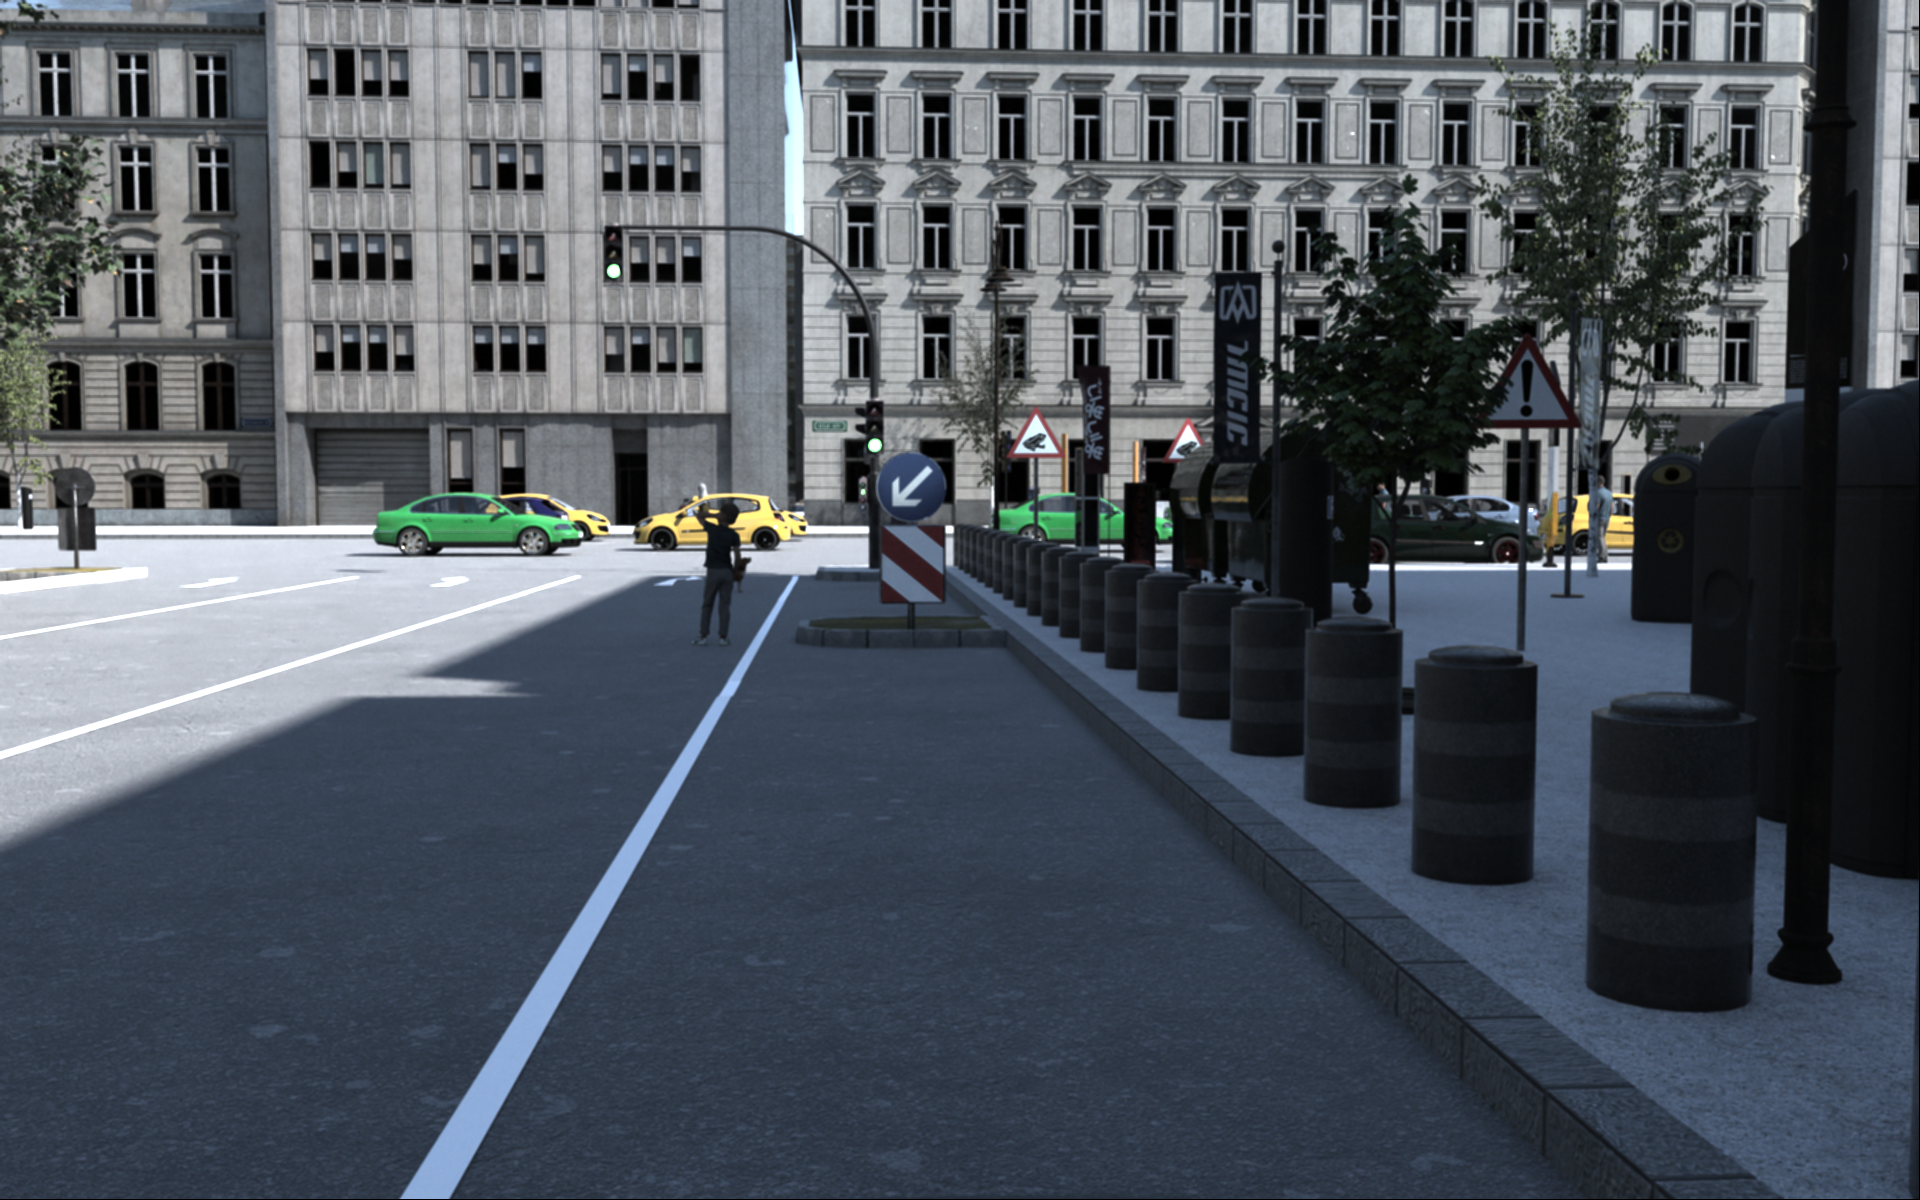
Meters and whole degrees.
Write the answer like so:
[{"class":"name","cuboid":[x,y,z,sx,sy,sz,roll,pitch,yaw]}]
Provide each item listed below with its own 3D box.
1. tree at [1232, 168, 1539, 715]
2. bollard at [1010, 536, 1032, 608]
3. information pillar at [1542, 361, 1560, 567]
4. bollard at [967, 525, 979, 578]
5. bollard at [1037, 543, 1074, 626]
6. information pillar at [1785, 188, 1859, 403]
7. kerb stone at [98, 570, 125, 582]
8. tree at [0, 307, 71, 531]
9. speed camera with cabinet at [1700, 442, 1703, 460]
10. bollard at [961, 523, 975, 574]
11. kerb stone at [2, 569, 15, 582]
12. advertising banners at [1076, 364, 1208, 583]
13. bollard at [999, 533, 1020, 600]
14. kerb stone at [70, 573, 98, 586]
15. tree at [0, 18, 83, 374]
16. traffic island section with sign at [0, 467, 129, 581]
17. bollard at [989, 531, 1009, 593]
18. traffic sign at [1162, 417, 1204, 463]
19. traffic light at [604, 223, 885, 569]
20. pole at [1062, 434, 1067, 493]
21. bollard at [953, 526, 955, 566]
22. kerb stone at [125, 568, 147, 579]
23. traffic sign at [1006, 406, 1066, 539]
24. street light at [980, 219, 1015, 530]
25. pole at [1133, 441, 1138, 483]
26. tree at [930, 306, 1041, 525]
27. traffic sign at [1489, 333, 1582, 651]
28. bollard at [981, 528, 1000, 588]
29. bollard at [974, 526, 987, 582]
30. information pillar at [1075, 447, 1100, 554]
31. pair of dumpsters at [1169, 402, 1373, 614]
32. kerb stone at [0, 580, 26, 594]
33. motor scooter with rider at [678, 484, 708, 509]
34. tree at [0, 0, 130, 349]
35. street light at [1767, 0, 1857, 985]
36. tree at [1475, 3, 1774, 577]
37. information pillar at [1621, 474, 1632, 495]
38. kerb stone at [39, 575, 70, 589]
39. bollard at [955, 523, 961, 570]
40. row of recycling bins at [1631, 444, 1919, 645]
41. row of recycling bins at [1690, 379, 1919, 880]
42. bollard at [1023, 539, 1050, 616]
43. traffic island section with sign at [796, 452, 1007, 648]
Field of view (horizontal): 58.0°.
[{"class":"tree","cuboid":[2.669,-0.963,10.350,1.663,3.219,1.824,0,3,0]},{"class":"bollard","cuboid":[0.810,-0.305,19.710,0.404,0.777,0.398,0,3,0]},{"class":"information pillar","cuboid":[10.358,-2.379,30.248,0.183,3.616,0.504,0,4,7]},{"class":"bollard","cuboid":[0.357,-0.729,26.628,0.404,0.777,0.398,0,3,0]},{"class":"bollard","cuboid":[0.999,-0.136,16.947,0.404,0.777,0.398,0,3,0]},{"class":"information pillar","cuboid":[6.711,-1.356,13.520,0.504,3.616,0.183,3,5,41]},{"class":"kerb stone","cuboid":[-14.054,-0.385,28.497,0.120,0.150,1.000,0,4,-4]},{"class":"tree","cuboid":[-32.830,-6.704,59.970,4.737,8.622,4.395,0,3,0]},{"class":"speed camera with cabinet","cuboid":[27.782,-4.361,65.635,2.038,3.252,0.660,-2,4,-31]},{"class":"bollard","cuboid":[0.261,-0.813,28.010,0.404,0.777,0.398,0,3,0]},{"class":"kerb stone","cuboid":[-16.210,-0.434,29.293,0.120,0.150,1.000,0,4,-4]},{"class":"advertising banners","cuboid":[2.511,-1.693,23.873,2.074,3.025,0.090,-2,4,-23]},{"class":"bollard","cuboid":[0.720,-0.390,21.092,0.404,0.777,0.398,0,3,0]},{"class":"kerb stone","cuboid":[-13.989,-0.322,27.464,0.120,0.150,1.000,0,4,-4]},{"class":"tree","cuboid":[-14.929,-4.401,24.772,4.360,8.622,3.978,0,3,0]},{"class":"traffic island section with sign","cuboid":[-15.148,-1.285,29.153,2.006,1.907,1.989,0,4,-4]},{"class":"bollard","cuboid":[0.629,-0.475,22.478,0.404,0.777,0.398,0,3,0]},{"class":"traffic sign","cuboid":[3.876,-1.804,29.499,0.884,2.594,0.081,0,4,2]},{"class":"traffic light","cuboid":[-3.575,-3.349,29.425,4.771,5.953,1.251,0,4,-4]},{"class":"pole","cuboid":[3.522,-3.953,58.476,0.158,3.312,0.155,0,3,0]},{"class":"bollard","cuboid":[0.081,-0.982,30.774,0.404,0.777,0.398,0,3,0]},{"class":"kerb stone","cuboid":[-14.122,-0.448,29.521,0.120,0.150,1.000,0,4,-4]},{"class":"traffic sign","cuboid":[1.124,-1.569,25.652,0.884,2.594,0.081,0,4,2]},{"class":"street light","cuboid":[0.623,-3.464,29.429,0.468,5.910,1.993,0,4,-4]},{"class":"pole","cuboid":[6.808,-4.487,67.213,0.158,3.312,0.155,0,3,0]},{"class":"tree","cuboid":[1.007,-7.102,66.482,4.360,8.622,3.978,0,3,0]},{"class":"traffic sign","cuboid":[4.591,-0.863,14.108,0.884,2.594,0.081,0,4,2]},{"class":"bollard","cuboid":[0.538,-0.559,23.860,0.404,0.777,0.398,0,3,0]},{"class":"bollard","cuboid":[0.447,-0.644,25.242,0.404,0.777,0.398,0,3,0]},{"class":"information pillar","cuboid":[2.006,-1.394,27.278,0.304,2.012,0.304,-1,4,-20]},{"class":"pair of dumpsters","cuboid":[3.644,-1.098,20.445,1.574,2.255,4.437,0,4,-4]},{"class":"kerb stone","cuboid":[-13.849,-0.197,25.418,0.120,0.150,1.000,0,4,-4]},{"class":"motor scooter with rider","cuboid":[-7.782,-2.545,50.575,1.986,1.779,0.876,0,4,-4]},{"class":"tree","cuboid":[-14.315,-6.002,17.600,9.611,12.733,9.660,0,3,0]},{"class":"street light","cuboid":[2.250,-1.936,4.436,0.468,5.910,1.993,0,4,-4]},{"class":"tree","cuboid":[9.787,-4.648,26.357,4.737,8.622,4.395,0,3,0]},{"class":"information pillar","cuboid":[24.897,-3.686,64.751,0.304,2.012,0.304,0,4,8]},{"class":"kerb stone","cuboid":[-13.919,-0.260,26.441,0.120,0.150,1.000,0,4,-4]},{"class":"bollard","cuboid":[0.172,-0.898,29.392,0.404,0.777,0.398,0,3,0]},{"class":"row of recycling bins","cuboid":[7.978,-0.570,16.433,1.069,1.692,3.534,-2,4,-32]},{"class":"row of recycling bins","cuboid":[3.553,0.044,6.398,1.069,1.692,3.534,0,4,7]},{"class":"bollard","cuboid":[0.908,-0.221,18.329,0.404,0.777,0.398,0,3,0]},{"class":"traffic island section with sign","cuboid":[-0.612,-0.518,17.097,1.989,1.847,2.006,0,4,-4]}]
